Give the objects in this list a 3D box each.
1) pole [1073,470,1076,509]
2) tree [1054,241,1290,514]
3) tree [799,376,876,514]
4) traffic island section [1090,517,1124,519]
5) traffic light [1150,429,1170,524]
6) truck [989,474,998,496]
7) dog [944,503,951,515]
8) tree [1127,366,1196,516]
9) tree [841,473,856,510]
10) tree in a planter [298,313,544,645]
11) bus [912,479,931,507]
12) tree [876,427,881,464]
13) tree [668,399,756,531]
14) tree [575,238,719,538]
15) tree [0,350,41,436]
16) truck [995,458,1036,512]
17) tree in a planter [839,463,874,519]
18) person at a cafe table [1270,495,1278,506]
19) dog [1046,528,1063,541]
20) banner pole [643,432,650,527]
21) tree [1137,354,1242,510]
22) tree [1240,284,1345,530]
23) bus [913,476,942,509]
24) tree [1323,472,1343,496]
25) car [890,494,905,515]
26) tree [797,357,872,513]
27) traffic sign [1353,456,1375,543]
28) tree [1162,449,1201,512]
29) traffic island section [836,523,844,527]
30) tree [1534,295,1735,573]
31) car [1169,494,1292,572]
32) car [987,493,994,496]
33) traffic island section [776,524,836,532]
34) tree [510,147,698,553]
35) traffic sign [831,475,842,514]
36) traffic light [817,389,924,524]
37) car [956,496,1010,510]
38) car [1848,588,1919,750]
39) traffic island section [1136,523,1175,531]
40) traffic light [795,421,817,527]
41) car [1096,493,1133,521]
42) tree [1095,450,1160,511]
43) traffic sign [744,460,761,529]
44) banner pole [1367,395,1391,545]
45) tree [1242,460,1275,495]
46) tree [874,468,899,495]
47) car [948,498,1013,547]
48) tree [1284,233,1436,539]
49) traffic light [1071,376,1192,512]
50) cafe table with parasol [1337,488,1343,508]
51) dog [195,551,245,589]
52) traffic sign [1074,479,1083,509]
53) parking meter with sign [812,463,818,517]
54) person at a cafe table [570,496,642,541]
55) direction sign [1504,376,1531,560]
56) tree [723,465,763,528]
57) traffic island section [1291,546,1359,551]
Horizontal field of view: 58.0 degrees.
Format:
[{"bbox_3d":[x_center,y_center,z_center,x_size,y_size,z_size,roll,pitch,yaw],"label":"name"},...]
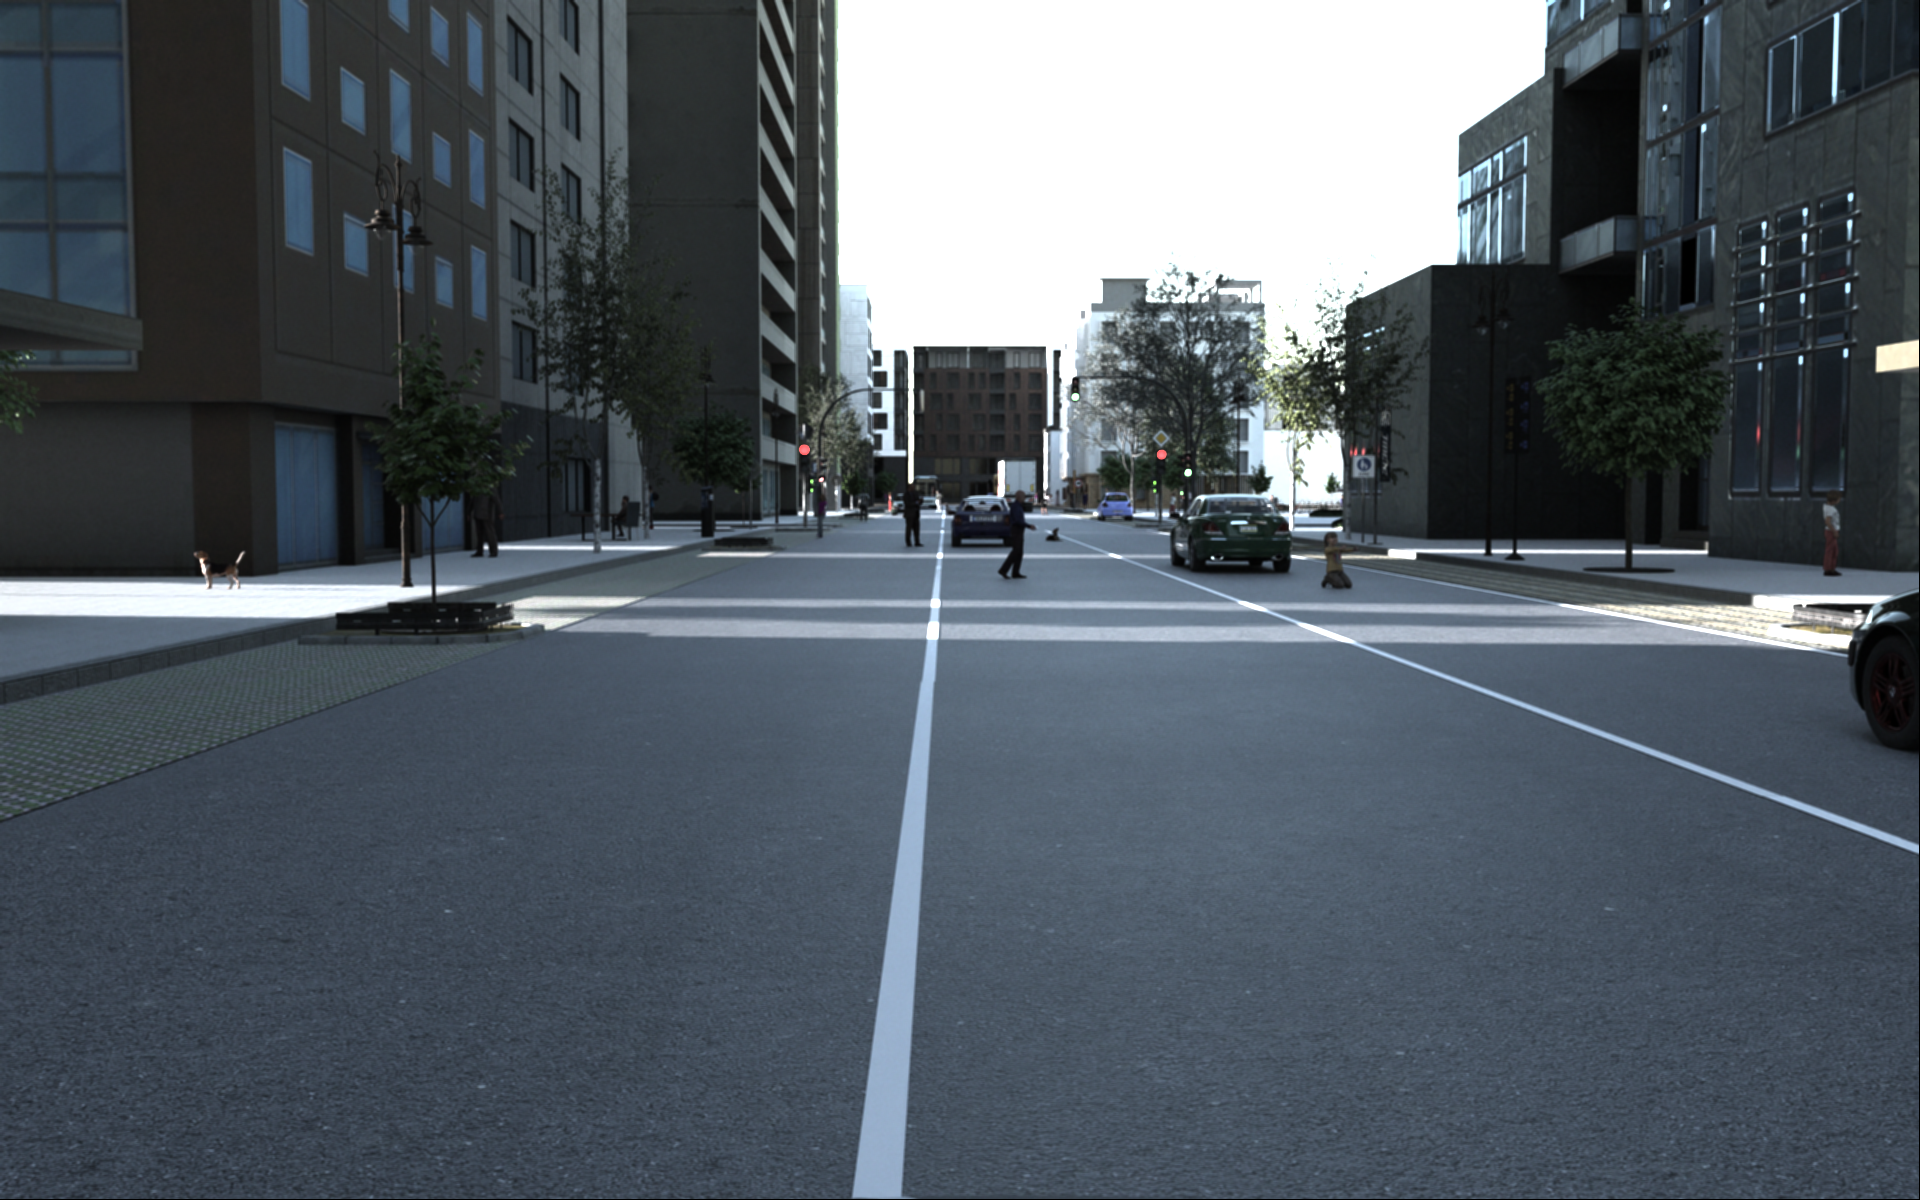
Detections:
[{"bbox_3d":[9.754,-9.412,147.726,0.158,3.312,0.155,0,3,0],"label":"pole"},{"bbox_3d":[11.328,-10.627,84.129,12.009,13.543,11.850,0,3,0],"label":"tree"},{"bbox_3d":[-8.389,-9.728,109.414,4.360,8.622,3.978,0,3,0],"label":"tree"},{"bbox_3d":[8.490,-4.699,99.693,1.991,0.108,1.994,0,4,0],"label":"traffic island section"},{"bbox_3d":[8.663,-5.260,74.915,0.839,4.253,0.868,0,4,0],"label":"traffic light"},{"bbox_3d":[4.589,-10.594,169.143,3.469,3.379,9.791,0,3,0],"label":"truck"},{"bbox_3d":[-0.747,-6.103,116.617,0.513,0.831,0.800,-1,4,-15],"label":"dog"},{"bbox_3d":[11.457,-9.142,99.834,4.360,8.622,3.978,0,3,0],"label":"tree"},{"bbox_3d":[-8.800,-8.909,140.268,1.663,3.219,1.824,0,3,0],"label":"tree"},{"bbox_3d":[-5.270,-1.225,17.249,1.991,3.239,1.994,0,4,0],"label":"tree in a planter"},{"bbox_3d":[-3.929,-11.839,188.420,2.948,3.499,13.247,0,4,-2],"label":"bus"},{"bbox_3d":[-9.001,-12.027,146.997,4.360,8.622,3.978,0,3,0],"label":"tree"},{"bbox_3d":[-8.545,-4.683,60.279,4.285,4.588,4.351,0,3,0],"label":"tree"},{"bbox_3d":[-8.985,-6.070,49.607,4.737,8.622,4.395,0,3,0],"label":"tree"},{"bbox_3d":[-13.754,-2.349,22.116,4.285,4.588,4.351,0,3,0],"label":"tree"},{"bbox_3d":[4.496,-9.278,140.615,2.839,4.237,11.283,0,4,-2],"label":"truck"},{"bbox_3d":[-5.939,-6.254,99.470,1.991,3.239,1.994,0,4,0],"label":"tree in a planter"},{"bbox_3d":[20.970,-6.567,118.230,1.698,1.238,1.726,-2,4,-31],"label":"person at a cafe table"},{"bbox_3d":[2.896,-2.010,53.049,0.550,0.427,0.748,0,4,5],"label":"dog"},{"bbox_3d":[-12.458,-4.739,67.492,0.863,3.779,0.401,0,4,2],"label":"banner pole"},{"bbox_3d":[18.571,-13.740,141.663,9.611,12.733,9.660,0,3,0],"label":"tree"},{"bbox_3d":[12.093,-6.800,61.545,4.737,8.622,4.395,0,3,0],"label":"tree"},{"bbox_3d":[-3.360,-10.855,172.341,2.948,3.499,13.247,0,4,-1],"label":"bus"},{"bbox_3d":[29.172,-8.665,136.267,1.663,3.219,1.824,0,3,0],"label":"tree"},{"bbox_3d":[-3.728,-6.604,117.763,2.009,1.686,4.222,0,4,1],"label":"car"},{"bbox_3d":[-9.612,-11.241,118.195,7.601,10.594,8.767,-1,4,-9],"label":"tree"},{"bbox_3d":[10.605,-2.654,45.526,0.606,2.300,0.079,0,4,4],"label":"traffic sign"},{"bbox_3d":[15.812,-8.689,125.781,4.285,4.588,4.351,0,3,0],"label":"tree"},{"bbox_3d":[-6.058,-3.219,74.913,2.009,0.180,2.903,0,4,0],"label":"traffic island section"},{"bbox_3d":[11.222,-2.758,28.800,4.285,4.588,4.351,0,3,0],"label":"tree"},{"bbox_3d":[5.169,-1.318,33.349,2.131,1.459,4.920,0,3,0],"label":"car"},{"bbox_3d":[3.709,-11.642,199.937,1.945,1.707,3.694,0,4,-1],"label":"car"},{"bbox_3d":[-5.993,-2.731,66.928,2.009,0.180,2.903,0,4,0],"label":"traffic island section"},{"bbox_3d":[-7.842,-5.336,37.611,4.360,8.622,3.978,0,3,0],"label":"tree"},{"bbox_3d":[-8.044,-6.899,112.909,0.768,2.556,0.104,0,4,6],"label":"traffic sign"},{"bbox_3d":[-3.927,-6.126,74.831,4.771,5.953,1.251,0,4,0],"label":"traffic light"},{"bbox_3d":[0.885,-2.881,59.463,2.083,1.381,4.827,0,4,0],"label":"car"},{"bbox_3d":[6.091,0.078,8.507,2.009,1.686,4.222,0,4,-1],"label":"car"},{"bbox_3d":[8.703,-3.226,75.029,2.009,0.180,2.903,0,4,0],"label":"traffic island section"},{"bbox_3d":[-5.953,-4.763,66.794,0.839,4.253,0.868,0,4,0],"label":"traffic light"},{"bbox_3d":[8.317,-5.102,93.012,1.945,1.707,3.694,0,4,0],"label":"car"},{"bbox_3d":[11.358,-8.544,123.410,4.285,4.588,4.351,0,3,0],"label":"tree"},{"bbox_3d":[-7.642,-3.857,63.168,0.768,2.556,0.104,0,4,1],"label":"traffic sign"},{"bbox_3d":[10.636,-3.285,43.728,0.401,3.779,0.863,-1,4,-20],"label":"banner pole"},{"bbox_3d":[17.096,-6.330,98.093,1.663,3.219,1.824,0,3,0],"label":"tree"},{"bbox_3d":[-9.389,-14.497,220.732,4.285,4.588,4.351,0,3,0],"label":"tree"},{"bbox_3d":[0.630,-2.195,48.463,1.945,1.354,3.894,0,4,0],"label":"car"},{"bbox_3d":[11.017,-6.012,48.654,4.360,8.622,3.978,0,3,0],"label":"tree"},{"bbox_3d":[6.637,-5.633,66.771,4.771,5.953,1.251,0,4,0],"label":"traffic light"},{"bbox_3d":[26.771,-6.925,118.090,2.610,1.966,2.610,-1,4,-13],"label":"cafe table with parasol"},{"bbox_3d":[-10.024,-0.406,23.463,0.540,0.507,0.406,-3,5,-43],"label":"dog"},{"bbox_3d":[9.822,-8.791,143.836,0.768,2.556,0.104,1,4,9],"label":"traffic sign"},{"bbox_3d":[-7.928,-6.151,96.827,0.543,3.016,1.738,0,4,0],"label":"parking meter with sign"},{"bbox_3d":[-9.490,-2.247,47.594,1.726,1.238,1.698,3,5,41],"label":"person at a cafe table"},{"bbox_3d":[10.801,-2.546,33.623,0.379,3.537,0.876,-1,4,-12],"label":"direction sign"},{"bbox_3d":[-8.311,-4.336,65.487,1.663,3.219,1.824,0,3,0],"label":"tree"},{"bbox_3d":[8.951,-1.298,44.093,1.991,0.108,1.994,0,4,0],"label":"traffic island section"}]
